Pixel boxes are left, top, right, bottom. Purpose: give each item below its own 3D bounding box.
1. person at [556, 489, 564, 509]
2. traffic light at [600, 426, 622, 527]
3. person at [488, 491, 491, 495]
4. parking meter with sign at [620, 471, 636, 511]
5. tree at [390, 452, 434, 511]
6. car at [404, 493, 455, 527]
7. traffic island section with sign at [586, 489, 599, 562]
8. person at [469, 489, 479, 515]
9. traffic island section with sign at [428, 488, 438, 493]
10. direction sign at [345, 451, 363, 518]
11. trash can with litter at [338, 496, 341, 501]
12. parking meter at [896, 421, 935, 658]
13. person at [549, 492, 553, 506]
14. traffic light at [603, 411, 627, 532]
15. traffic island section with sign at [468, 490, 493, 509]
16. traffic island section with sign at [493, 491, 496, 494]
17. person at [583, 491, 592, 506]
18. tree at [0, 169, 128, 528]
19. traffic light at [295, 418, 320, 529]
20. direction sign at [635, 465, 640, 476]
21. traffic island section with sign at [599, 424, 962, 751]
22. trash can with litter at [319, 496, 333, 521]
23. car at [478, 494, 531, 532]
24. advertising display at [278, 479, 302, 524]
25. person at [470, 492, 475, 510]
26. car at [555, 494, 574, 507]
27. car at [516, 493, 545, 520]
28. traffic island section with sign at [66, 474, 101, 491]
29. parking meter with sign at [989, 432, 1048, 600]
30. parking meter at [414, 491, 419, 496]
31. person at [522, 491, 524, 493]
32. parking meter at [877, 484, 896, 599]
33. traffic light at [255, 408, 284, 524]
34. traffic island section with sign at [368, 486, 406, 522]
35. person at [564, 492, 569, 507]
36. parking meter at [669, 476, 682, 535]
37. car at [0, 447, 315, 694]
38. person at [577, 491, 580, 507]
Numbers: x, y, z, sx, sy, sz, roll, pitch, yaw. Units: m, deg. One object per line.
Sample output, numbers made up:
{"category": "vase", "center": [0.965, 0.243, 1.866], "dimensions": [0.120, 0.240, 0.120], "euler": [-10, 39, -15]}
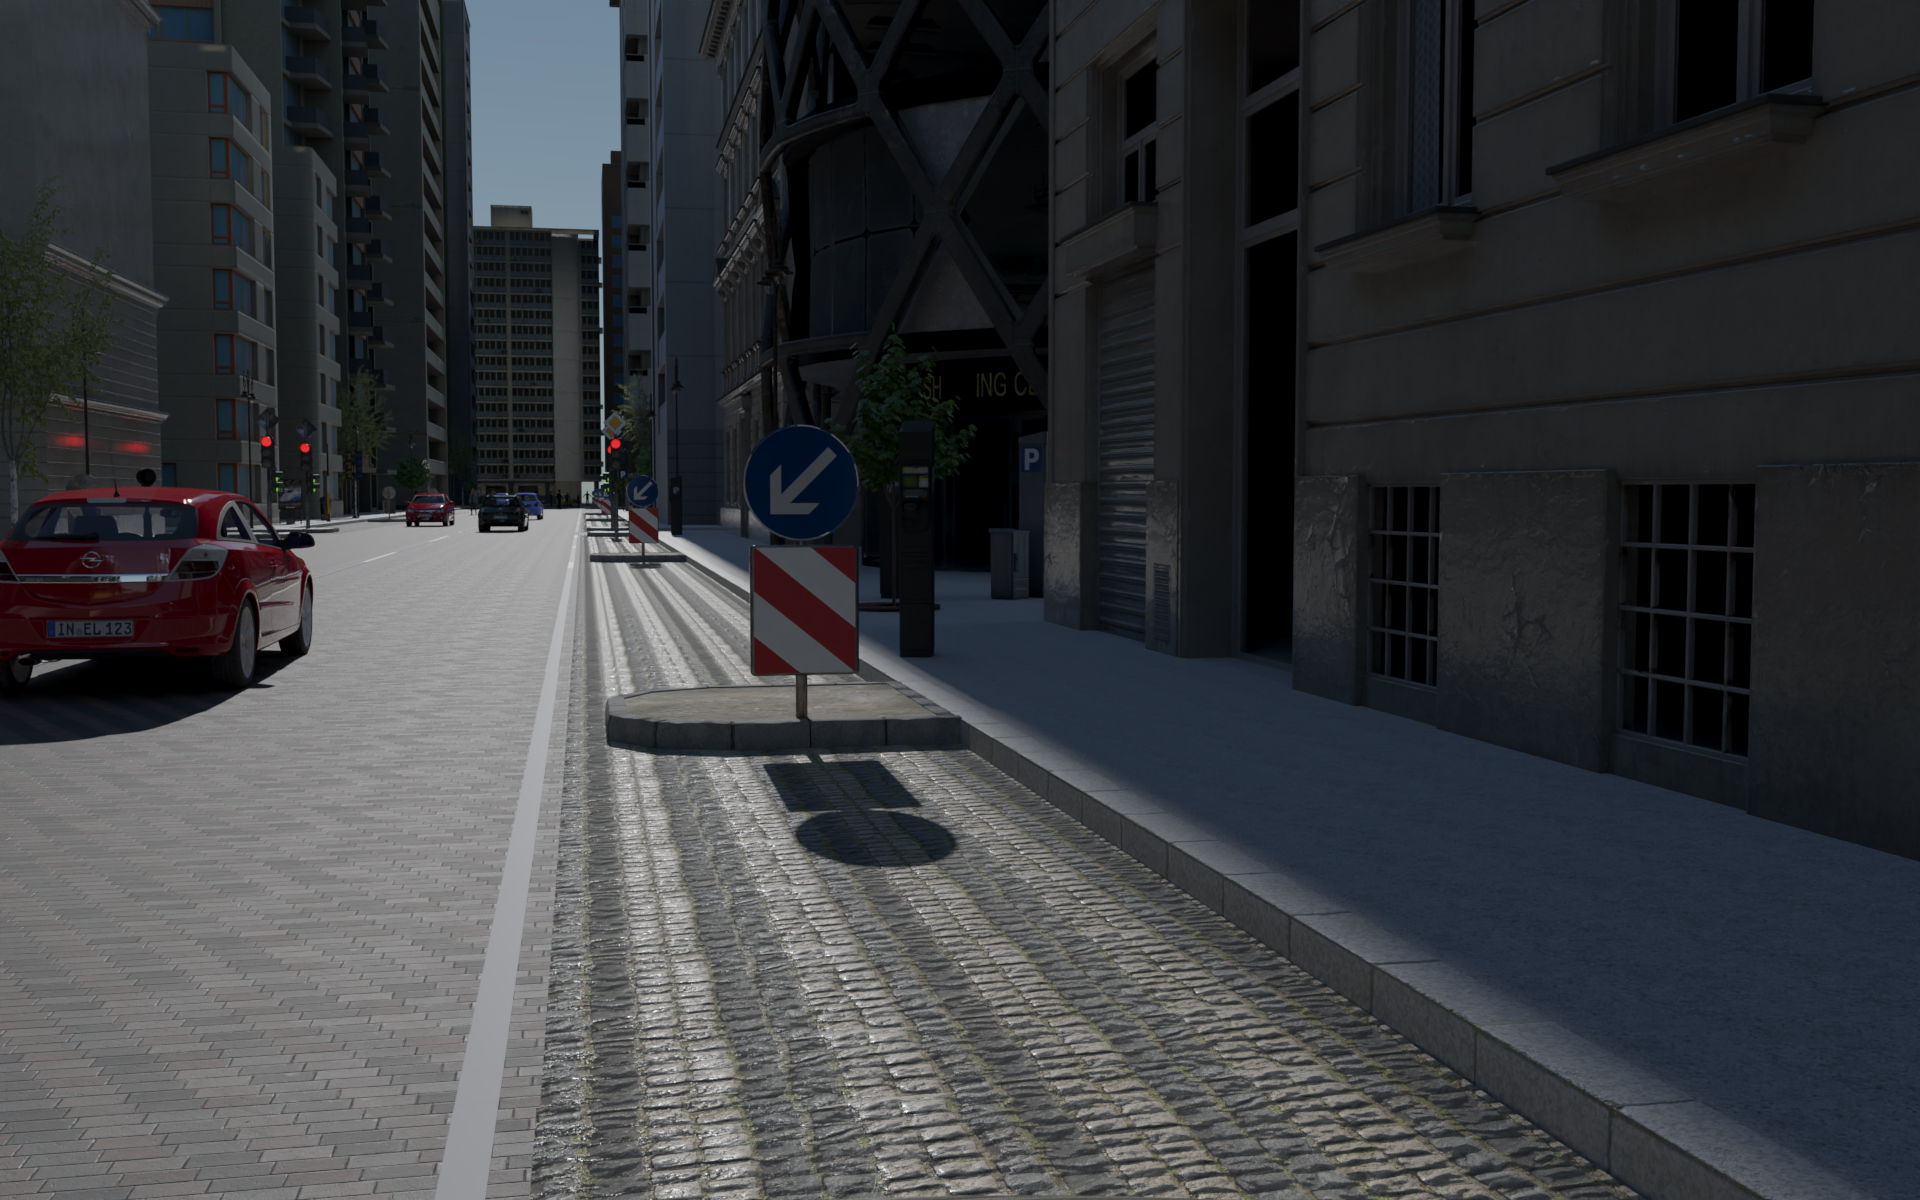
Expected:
{"category": "person", "center": [-37.468, -9.414, 162.046], "dimensions": [0.705, 1.869, 1.348], "euler": [-3, 5, -43]}
{"category": "traffic light", "center": [-13.395, -4.750, 66.583], "dimensions": [0.839, 4.253, 0.868], "euler": [-1, 4, -12]}
{"category": "person", "center": [-50.110, -10.746, 184.911], "dimensions": [1.217, 1.743, 0.721], "euler": [-1, 4, -18]}
{"category": "parking meter with sign", "center": [-24.959, -8.243, 131.031], "dimensions": [0.543, 3.016, 1.738], "euler": [2, 4, 25]}
{"category": "tree", "center": [-42.667, -9.242, 134.818], "dimensions": [4.285, 4.588, 4.351], "euler": [0, 3, 0]}
{"category": "car", "center": [-23.824, -4.212, 77.913], "dimensions": [2.155, 1.783, 4.494], "euler": [-1, 4, -11]}
{"category": "traffic island section with sign", "center": [-6.893, -1.732, 36.944], "dimensions": [1.989, 1.847, 2.006], "euler": [-1, 4, -12]}
{"category": "person", "center": [-33.238, -6.722, 118.585], "dimensions": [0.709, 1.800, 0.728], "euler": [1, 4, 8]}
{"category": "traffic island section with sign", "center": [-34.956, -6.511, 115.081], "dimensions": [1.989, 1.847, 2.006], "euler": [-1, 4, -12]}
{"category": "direction sign", "center": [-31.914, -6.069, 91.220], "dimensions": [0.876, 3.537, 0.379], "euler": [-2, 4, -29]}
{"category": "trash can with litter", "center": [-34.886, -5.183, 96.128], "dimensions": [1.055, 1.170, 0.624], "euler": [-2, 4, -26]}
{"category": "parking meter", "center": [-0.339, -0.487, 13.679], "dimensions": [0.255, 1.863, 0.399], "euler": [0, 4, 3]}
{"category": "person", "center": [-47.991, -11.844, 202.950], "dimensions": [0.742, 1.727, 0.445], "euler": [3, 4, 38]}
{"category": "traffic light", "center": [-11.699, -4.273, 58.780], "dimensions": [0.839, 4.253, 0.868], "euler": [-1, 4, -12]}
{"category": "traffic island section with sign", "center": [-45.704, -9.536, 164.542], "dimensions": [1.989, 1.847, 2.006], "euler": [-1, 4, -12]}
{"category": "traffic island section with sign", "center": [-51.547, -11.180, 191.417], "dimensions": [1.989, 1.847, 2.006], "euler": [-1, 4, -12]}
{"category": "person", "center": [-45.354, -12.378, 210.835], "dimensions": [1.348, 1.831, 0.705], "euler": [-2, 4, -32]}
{"category": "tree", "center": [-21.261, -5.436, 39.233], "dimensions": [4.737, 8.622, 4.395], "euler": [0, 3, 0]}
{"category": "traffic light", "center": [-24.201, -4.606, 64.226], "dimensions": [0.839, 4.253, 0.868], "euler": [-1, 4, -12]}
{"category": "direction sign", "center": [-25.120, -8.797, 135.834], "dimensions": [0.379, 3.537, 0.876], "euler": [2, 4, 32]}
{"category": "traffic island section with sign", "center": [-1.162, -0.120, 10.595], "dimensions": [1.989, 1.847, 2.006], "euler": [-1, 4, -12]}
{"category": "trash can with litter", "center": [-30.852, -4.461, 84.320], "dimensions": [0.624, 1.170, 1.055], "euler": [-1, 4, -19]}
{"category": "car", "center": [-17.725, -3.518, 67.310], "dimensions": [2.009, 1.686, 4.222], "euler": [-1, 4, -11]}
{"category": "advertising display", "center": [-28.797, -4.236, 74.466], "dimensions": [0.974, 1.923, 0.123], "euler": [-1, 4, -22]}
{"category": "person", "center": [-43.318, -8.851, 154.023], "dimensions": [0.445, 1.727, 0.742], "euler": [0, 4, 4]}
{"category": "car", "center": [-44.060, -11.173, 192.899], "dimensions": [2.015, 1.641, 3.980], "euler": [-1, 4, -12]}
{"category": "car", "center": [-24.335, -5.364, 97.285], "dimensions": [1.945, 1.707, 3.694], "euler": [-1, 4, -11]}
{"category": "traffic island section with sign", "center": [-17.351, -1.560, 34.137], "dimensions": [1.989, 1.847, 2.006], "euler": [-1, 4, -12]}
{"category": "parking meter with sign", "center": [1.065, -1.550, 21.596], "dimensions": [0.543, 3.016, 1.738], "euler": [3, 5, 39]}
{"category": "parking meter", "center": [-43.113, -7.890, 137.405], "dimensions": [0.372, 1.533, 0.369], "euler": [0, 3, 0]}
{"category": "person", "center": [-45.390, -10.429, 179.732], "dimensions": [1.217, 1.735, 0.721], "euler": [-2, 4, -27]}
{"category": "parking meter", "center": [-0.800, -0.952, 21.284], "dimensions": [0.399, 1.863, 0.255], "euler": [1, 4, 15]}
{"category": "traffic light", "center": [-22.505, -4.129, 56.423], "dimensions": [0.839, 4.253, 0.868], "euler": [-1, 4, -12]}
{"category": "traffic island section with sign", "center": [-29.223, -4.900, 88.741], "dimensions": [1.989, 1.847, 2.006], "euler": [-1, 4, -12]}
{"category": "person", "center": [-43.052, -10.978, 189.460], "dimensions": [0.415, 1.643, 0.593], "euler": [2, 4, 29]}
{"category": "parking meter", "center": [-8.914, -2.972, 54.310], "dimensions": [0.399, 1.863, 0.255], "euler": [-1, 4, -10]}
{"category": "car", "center": [-6.435, -0.305, 14.035], "dimensions": [2.155, 1.783, 4.494], "euler": [-1, 4, -12]}
{"category": "person", "center": [-43.382, -11.455, 196.520], "dimensions": [0.721, 1.736, 1.217], "euler": [0, 4, -7]}
